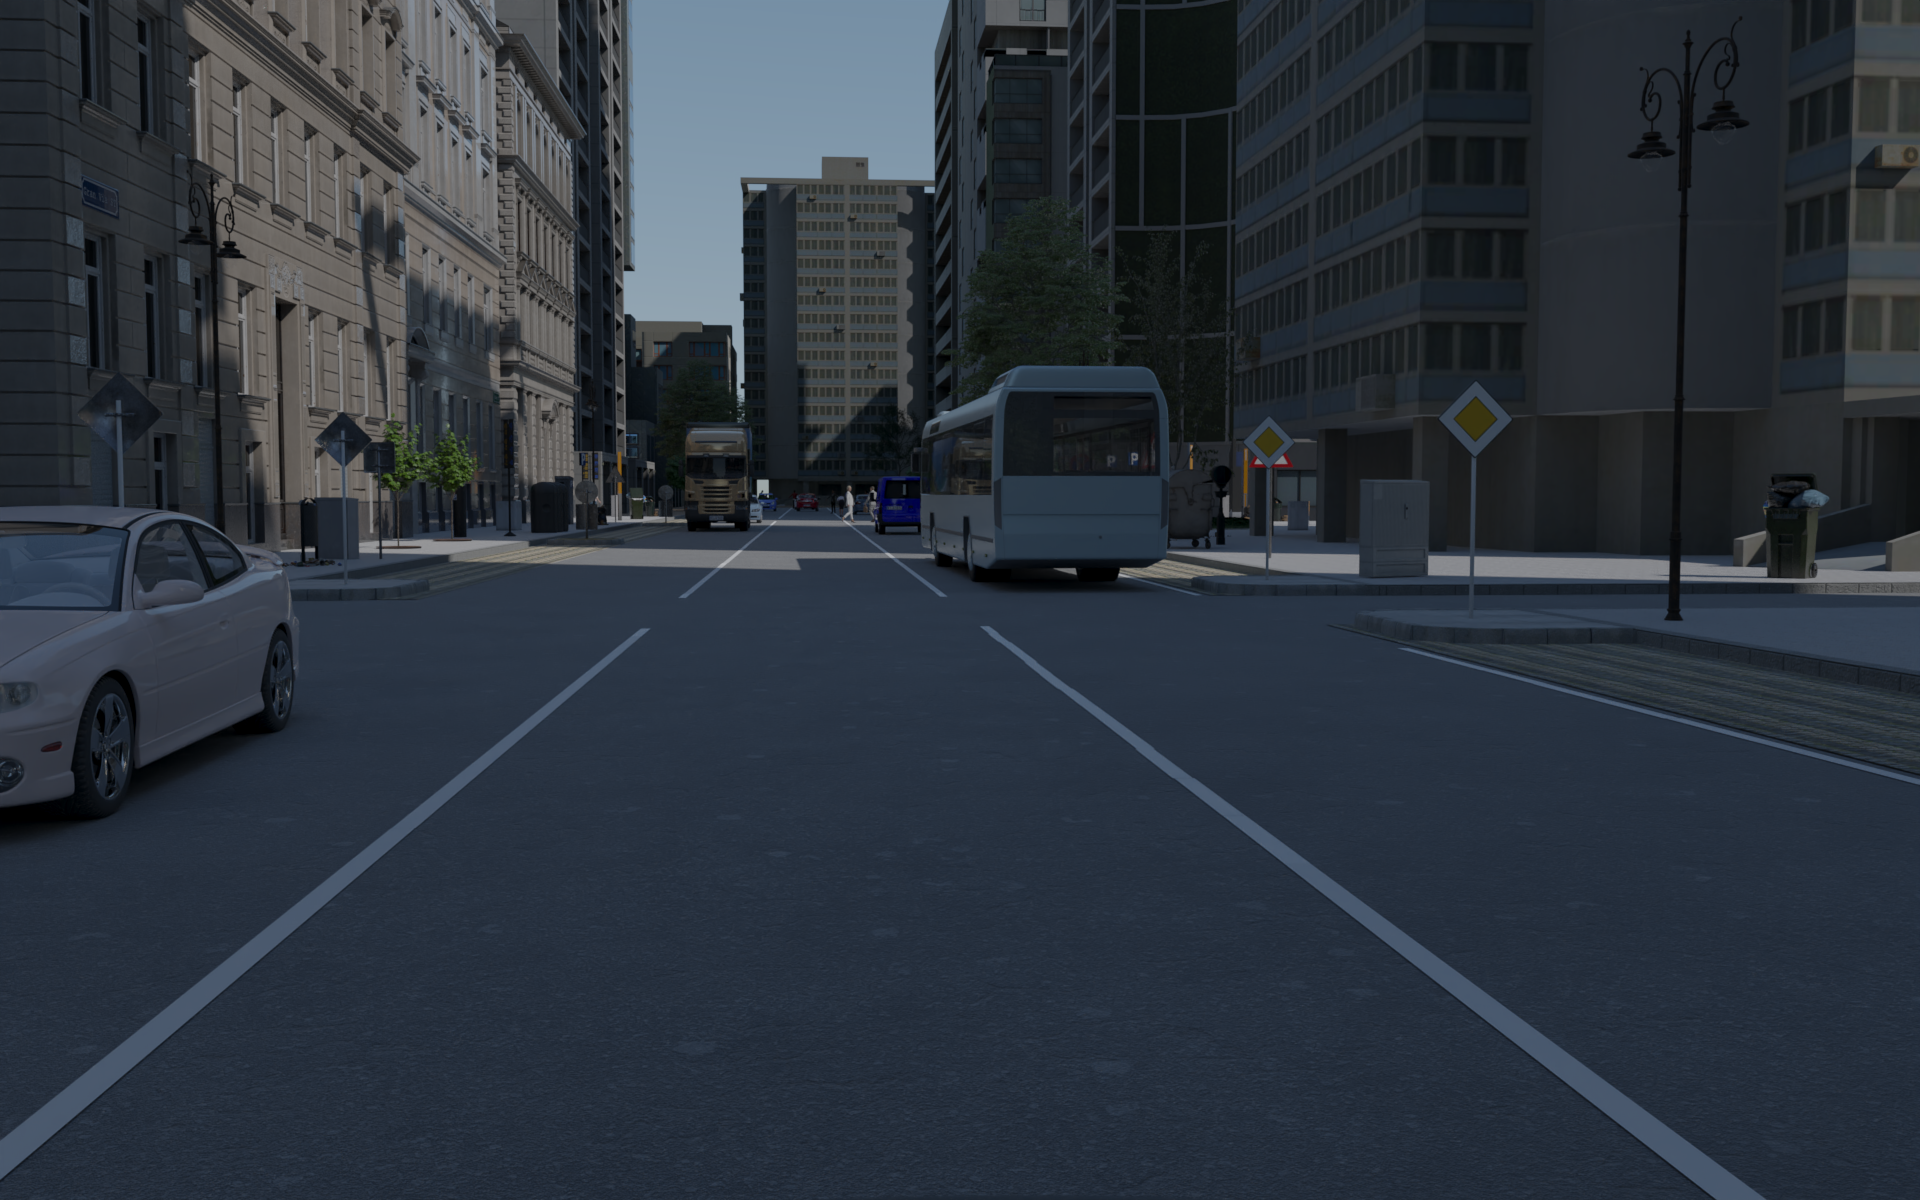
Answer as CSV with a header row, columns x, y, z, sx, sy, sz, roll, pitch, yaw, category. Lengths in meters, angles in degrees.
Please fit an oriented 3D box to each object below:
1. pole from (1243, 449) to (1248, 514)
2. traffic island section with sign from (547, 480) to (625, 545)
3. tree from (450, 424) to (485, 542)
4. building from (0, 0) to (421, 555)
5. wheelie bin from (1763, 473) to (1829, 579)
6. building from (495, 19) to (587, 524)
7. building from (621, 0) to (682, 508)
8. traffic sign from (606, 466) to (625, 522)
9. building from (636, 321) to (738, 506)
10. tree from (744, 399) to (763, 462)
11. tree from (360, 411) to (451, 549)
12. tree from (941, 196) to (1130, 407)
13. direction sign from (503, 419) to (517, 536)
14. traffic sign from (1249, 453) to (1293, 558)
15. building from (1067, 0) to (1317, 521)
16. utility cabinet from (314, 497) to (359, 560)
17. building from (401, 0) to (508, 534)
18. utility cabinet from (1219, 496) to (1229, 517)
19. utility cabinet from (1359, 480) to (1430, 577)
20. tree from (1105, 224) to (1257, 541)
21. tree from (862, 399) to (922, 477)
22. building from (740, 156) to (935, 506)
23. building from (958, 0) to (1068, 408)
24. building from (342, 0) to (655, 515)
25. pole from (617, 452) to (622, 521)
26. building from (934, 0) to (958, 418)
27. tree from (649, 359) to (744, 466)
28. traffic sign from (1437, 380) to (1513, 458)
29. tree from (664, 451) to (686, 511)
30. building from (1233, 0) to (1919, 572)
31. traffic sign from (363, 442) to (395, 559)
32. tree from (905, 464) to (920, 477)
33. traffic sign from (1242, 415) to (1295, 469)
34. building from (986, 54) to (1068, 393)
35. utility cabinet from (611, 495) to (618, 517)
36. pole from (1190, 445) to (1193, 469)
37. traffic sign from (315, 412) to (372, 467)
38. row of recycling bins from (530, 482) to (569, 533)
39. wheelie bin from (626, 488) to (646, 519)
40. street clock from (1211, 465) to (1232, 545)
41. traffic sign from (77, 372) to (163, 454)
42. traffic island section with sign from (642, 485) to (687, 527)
x,y,z,sx,sy,sz,roll,pitch,yaw,category
12.843,-5.144,77.948,0.158,3.312,0.155,0,3,0,pole
-10.590,-2.480,49.183,1.989,1.847,2.006,0,4,-5,traffic island section with sign
-13.963,-3.208,47.056,1.663,3.219,1.824,0,3,0,tree
-20.791,-14.726,38.039,12.463,27.353,25.104,0,4,-5,building
12.719,-1.133,26.434,0.980,1.594,0.693,3,5,41,wheelie bin
-24.187,-15.407,80.776,11.050,23.489,19.941,0,4,-5,building
-42.132,-51.660,157.317,31.000,86.520,22.319,0,4,-5,building
-15.787,-4.852,79.327,0.884,2.594,0.081,0,4,1,traffic sign
-40.516,-21.573,197.762,28.899,21.520,27.650,0,4,-5,building
-23.324,-15.543,172.262,7.486,12.596,7.792,0,3,0,tree
-13.359,-2.826,40.804,1.663,3.219,1.824,0,3,0,tree
3.000,-9.086,66.678,7.486,12.596,7.792,0,3,0,tree
-13.667,-3.701,52.503,0.379,3.537,0.876,-2,4,-32,direction sign
6.194,-2.114,34.562,0.884,2.594,0.081,0,4,-2,traffic sign
15.101,-39.884,90.362,20.563,71.187,20.611,0,4,-5,building
-12.327,-1.414,34.287,1.020,1.237,0.306,2,4,34,utility cabinet
-24.130,-16.786,60.361,13.634,28.700,20.117,0,4,-5,building
11.492,-3.929,75.397,0.306,1.237,1.020,0,4,1,utility cabinet
6.699,-1.101,26.673,1.173,1.500,0.318,-2,4,-31,utility cabinet
5.897,-5.920,47.156,4.360,8.622,3.978,0,3,0,tree
-6.153,-14.433,170.384,7.601,10.594,8.767,0,4,-7,tree
-13.402,-31.213,202.219,23.993,40.220,32.217,0,4,-5,building
14.281,-33.613,138.807,28.713,52.752,27.495,0,4,-5,building
-33.658,-42.192,128.090,20.563,71.187,20.611,0,4,-5,building
-16.473,-5.501,83.787,0.158,3.312,0.155,0,3,0,pole
8.990,-33.013,163.466,21.300,48.544,21.600,0,4,-5,building
-22.421,-13.929,145.867,7.486,12.596,7.792,0,3,0,tree
5.291,-0.953,17.764,0.795,2.593,0.064,0,4,-5,traffic sign
-20.783,-8.981,130.551,4.285,4.588,4.351,0,3,0,tree
20.896,-21.536,43.990,23.993,40.220,32.217,0,4,-5,building
-11.418,-1.954,34.081,0.606,2.300,0.079,0,4,-5,traffic sign
-2.804,-9.594,140.573,4.285,4.588,4.351,0,3,0,tree
4.596,-1.439,25.719,0.795,2.593,0.064,0,4,-5,traffic sign
8.554,-21.189,118.149,14.160,30.474,14.107,0,4,-5,building
-19.290,-5.261,97.183,0.306,1.237,1.020,0,4,6,utility cabinet
9.563,-4.784,72.064,0.158,3.312,0.155,0,3,0,pole
-8.749,-1.369,24.579,0.795,2.593,0.064,0,4,-5,traffic sign
-13.841,-3.151,58.624,1.069,1.692,3.534,0,4,-5,row of recycling bins
-16.521,-4.910,88.186,0.980,1.594,0.693,-1,4,-23,wheelie bin
6.594,-2.397,43.760,0.471,2.002,0.358,0,4,-7,street clock
-8.055,-0.883,16.624,0.795,2.593,0.064,0,4,-5,traffic sign
-13.005,-4.171,76.823,1.989,1.847,2.006,0,4,-5,traffic island section with sign
